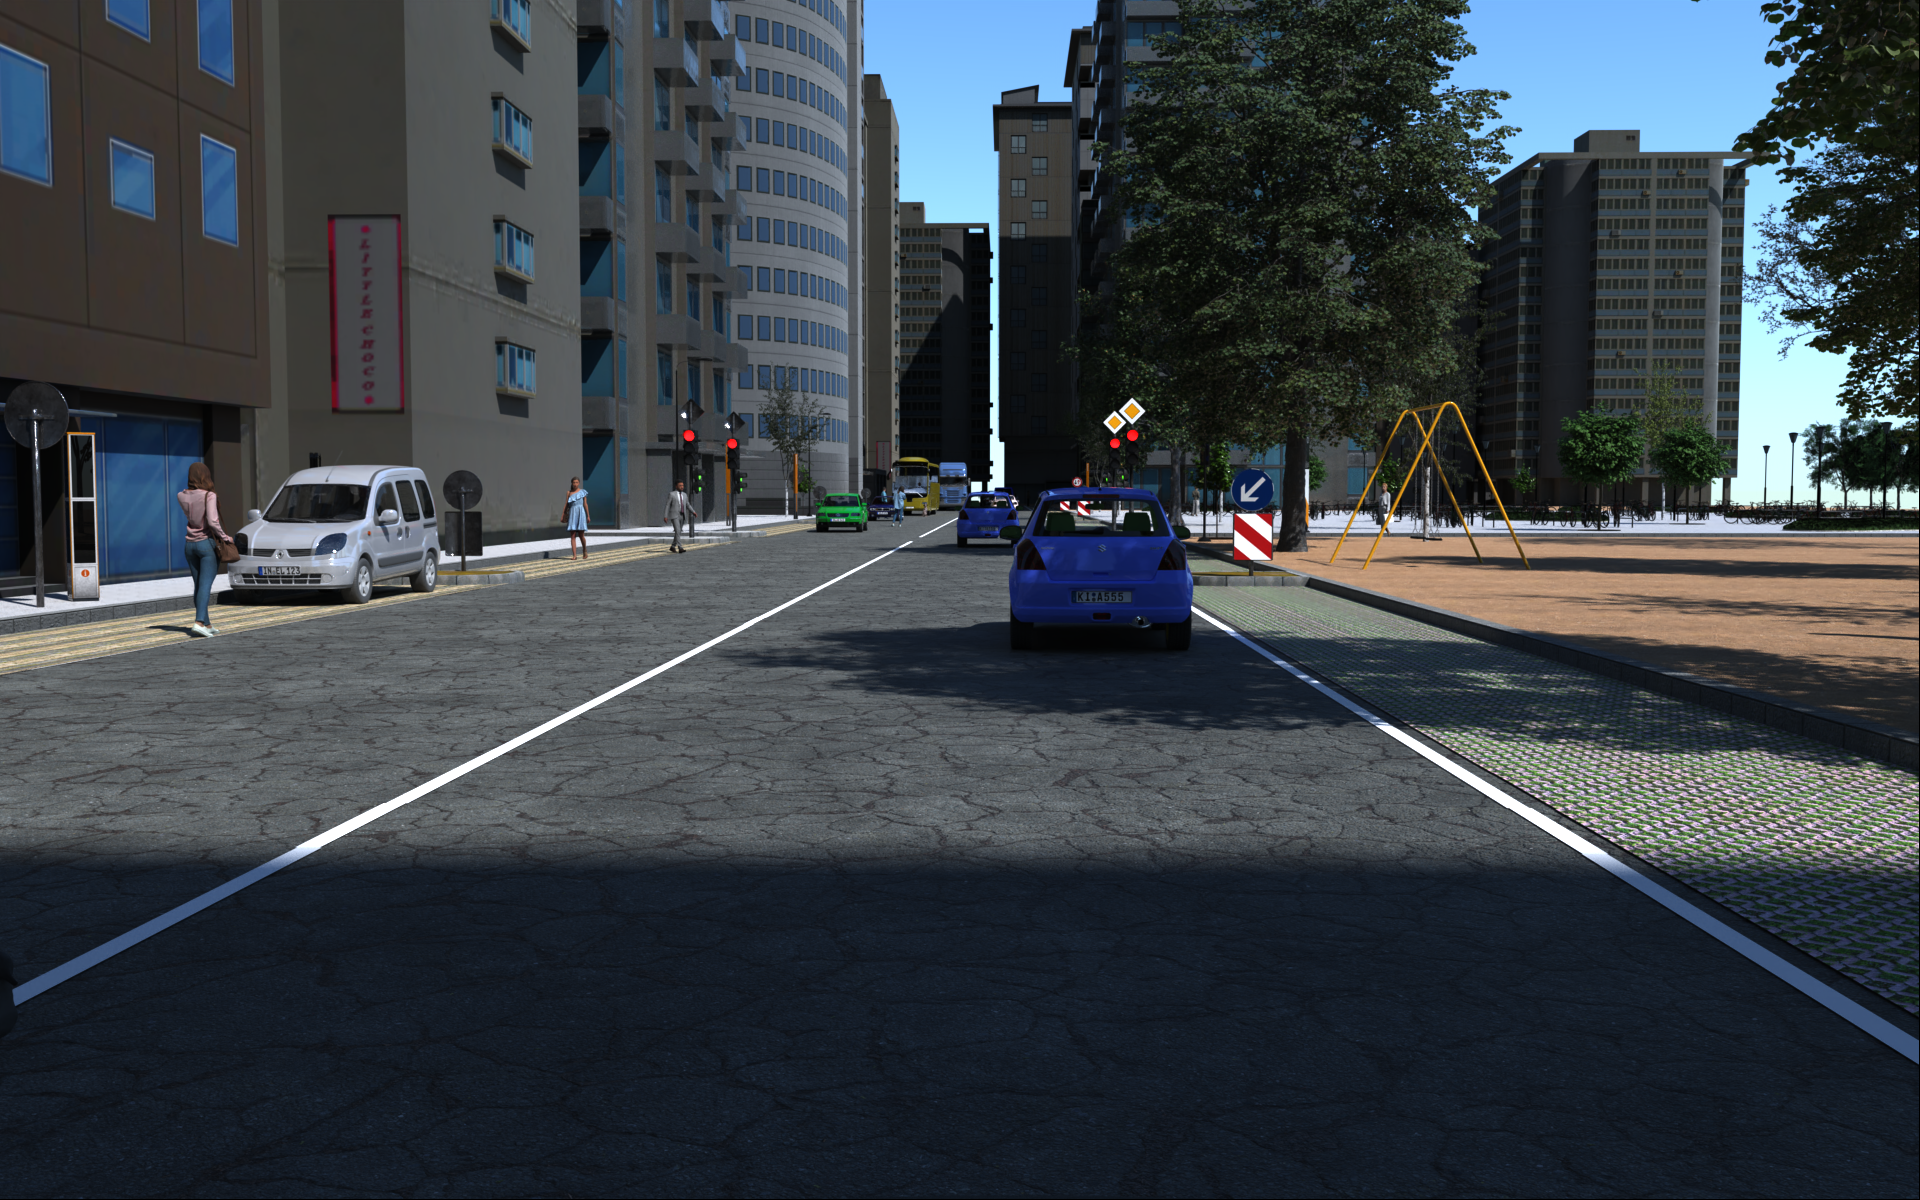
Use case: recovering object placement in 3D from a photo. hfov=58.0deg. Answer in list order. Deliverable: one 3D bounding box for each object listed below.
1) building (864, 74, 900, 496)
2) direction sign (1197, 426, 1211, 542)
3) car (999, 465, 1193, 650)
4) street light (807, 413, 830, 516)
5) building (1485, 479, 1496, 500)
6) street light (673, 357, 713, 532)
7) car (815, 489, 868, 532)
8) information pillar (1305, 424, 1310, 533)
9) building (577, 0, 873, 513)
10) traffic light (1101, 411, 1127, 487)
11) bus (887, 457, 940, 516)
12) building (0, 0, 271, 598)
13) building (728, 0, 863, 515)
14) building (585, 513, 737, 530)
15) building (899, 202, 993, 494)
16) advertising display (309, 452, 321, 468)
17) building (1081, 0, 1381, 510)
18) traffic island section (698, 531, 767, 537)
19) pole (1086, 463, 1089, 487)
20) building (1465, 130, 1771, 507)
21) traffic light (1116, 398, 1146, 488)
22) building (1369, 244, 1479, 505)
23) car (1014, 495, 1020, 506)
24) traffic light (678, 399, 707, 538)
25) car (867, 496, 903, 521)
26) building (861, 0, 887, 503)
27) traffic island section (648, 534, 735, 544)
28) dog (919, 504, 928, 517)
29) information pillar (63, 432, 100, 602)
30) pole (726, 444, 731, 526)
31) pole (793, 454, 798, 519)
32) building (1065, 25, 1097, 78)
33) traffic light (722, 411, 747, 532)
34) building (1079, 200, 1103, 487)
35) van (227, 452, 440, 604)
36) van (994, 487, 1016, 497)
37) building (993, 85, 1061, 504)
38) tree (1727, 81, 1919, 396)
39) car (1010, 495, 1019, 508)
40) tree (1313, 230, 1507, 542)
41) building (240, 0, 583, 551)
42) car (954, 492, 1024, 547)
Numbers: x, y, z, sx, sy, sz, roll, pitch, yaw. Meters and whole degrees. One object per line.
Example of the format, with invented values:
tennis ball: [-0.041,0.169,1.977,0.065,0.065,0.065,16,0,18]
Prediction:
building: [-18.038,-35.114,197.819,21.600,48.544,21.300,0,4,1]
direction sign: [6.605,-3.347,46.717,0.379,3.537,0.876,0,4,-7]
car: [1.351,-0.468,17.244,1.945,1.707,3.694,0,4,3]
street light: [-8.085,-7.741,99.099,1.470,5.913,1.316,0,4,1]
building: [68.059,-27.624,223.350,14.107,30.474,14.160,0,4,1]
street light: [-9.090,-5.286,58.973,1.470,5.913,1.316,0,4,1]
car: [-4.505,-3.518,66.315,1.959,1.807,4.718,0,4,0]
information pillar: [11.465,-4.044,57.477,0.183,3.616,0.504,2,4,32]
building: [-20.023,-32.375,148.944,23.786,49.044,30.456,0,4,1]
traffic light: [5.194,-4.255,58.490,0.839,4.253,0.868,0,4,1]
bus: [-3.008,-7.778,118.719,2.896,3.916,12.252,0,4,3]
building: [-18.497,-22.659,20.591,14.600,45.320,14.200,0,4,1]
building: [-18.249,-35.143,116.582,21.231,58.520,28.212,0,4,1]
building: [-21.409,-27.773,73.698,23.786,49.044,30.456,0,4,1]
building: [-7.563,-33.110,233.223,23.993,40.220,32.217,0,4,1]
advertising display: [-10.135,-1.350,27.286,0.123,1.923,0.974,-1,4,-17]
building: [22.760,-32.370,148.862,23.786,49.044,30.456,0,4,1]
traffic island section: [-7.703,-2.242,58.943,2.009,0.180,2.903,0,4,1]
pole: [8.393,-7.343,113.906,0.158,3.312,0.155,0,3,0]
building: [70.260,-30.523,190.939,23.993,40.220,32.217,0,4,1]
traffic light: [4.986,-3.767,50.507,0.839,4.253,0.868,0,4,1]
building: [51.151,-26.250,200.896,14.107,30.474,14.160,0,4,1]
car: [5.965,-11.546,201.146,2.083,1.381,4.827,0,4,0]
traffic light: [-7.871,-3.786,50.824,0.839,4.253,0.868,0,4,1]
car: [-3.998,-4.917,92.972,1.945,1.354,3.894,0,4,2]
building: [-17.955,-44.982,173.709,20.563,71.187,20.611,0,4,1]
traffic island section: [-7.911,-1.754,50.960,2.009,0.180,2.903,0,4,1]
dog: [-2.355,-5.726,110.453,0.800,0.831,0.513,-2,4,-30]
information pillar: [-10.539,-0.995,20.769,0.304,2.012,0.304,-3,4,-37]
pole: [-9.351,-4.651,69.881,0.158,3.312,0.155,0,3,0]
pole: [-8.355,-5.759,88.008,0.158,3.312,0.155,0,3,0]
building: [26.341,-36.972,193.728,28.713,52.752,27.495,0,4,1]
traffic light: [-7.663,-4.274,58.807,0.839,4.253,0.868,0,4,1]
building: [18.783,-24.475,171.859,14.160,30.474,14.107,0,4,1]
van: [-8.511,-1.024,23.758,2.013,2.044,4.112,0,4,1]
van: [4.078,-9.546,160.465,2.240,2.365,5.245,0,4,3]
building: [18.200,-39.293,231.676,27.495,52.752,28.713,0,4,1]
tree: [23.441,-7.927,39.978,12.009,13.543,11.850,0,3,0]
car: [3.084,-6.614,120.496,2.083,1.381,4.827,0,4,0]
tree: [12.366,-5.886,46.603,4.360,8.622,3.978,0,3,0]
building: [-22.130,-25.488,40.426,21.600,48.544,21.300,0,4,1]
car: [0.790,-2.334,47.757,1.945,1.707,3.694,0,4,1]
